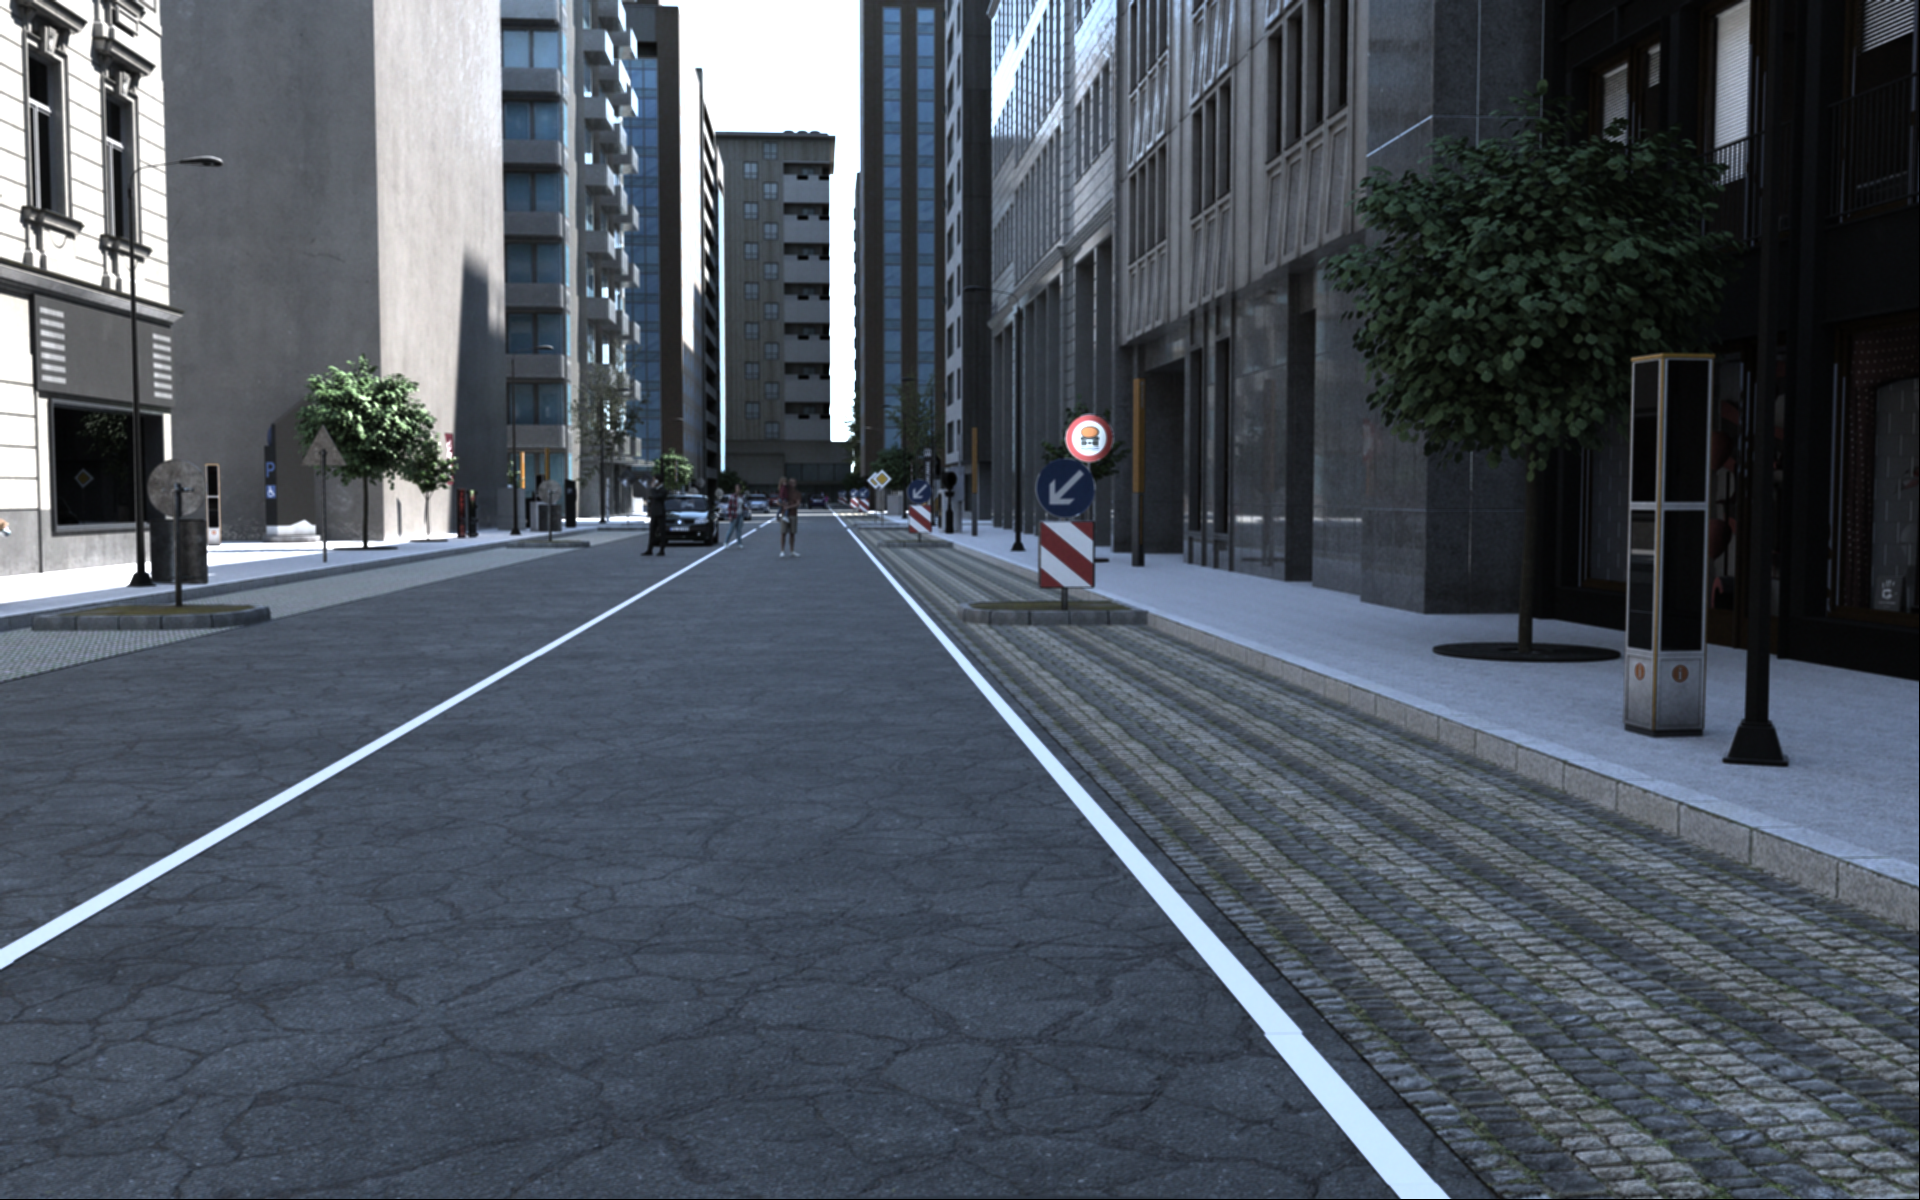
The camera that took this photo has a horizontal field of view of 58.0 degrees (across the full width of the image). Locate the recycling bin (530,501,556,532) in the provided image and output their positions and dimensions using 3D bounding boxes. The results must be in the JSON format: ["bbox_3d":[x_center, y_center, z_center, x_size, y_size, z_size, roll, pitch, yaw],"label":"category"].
[{"bbox_3d":[-14.299,-2.867,59.428,0.722,1.027,0.722,-2,4,-32],"label":"recycling bin"}]

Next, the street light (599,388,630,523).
[{"bbox_3d":[-15.187,-6.334,76.097,1.470,5.913,1.316,0,4,-5],"label":"street light"}]

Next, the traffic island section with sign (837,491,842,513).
[{"bbox_3d":[-8.022,-7.382,129.323,1.989,1.847,2.006,0,4,-5],"label":"traffic island section with sign"}]

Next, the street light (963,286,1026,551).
[{"bbox_3d":[0.773,-4.059,38.901,1.470,5.913,1.316,0,4,-5],"label":"street light"}]

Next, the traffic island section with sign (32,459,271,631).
[{"bbox_3d":[-8.763,-0.637,19.038,1.989,1.847,2.006,0,4,-5],"label":"traffic island section with sign"}]

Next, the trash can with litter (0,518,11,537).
[{"bbox_3d":[-11.055,-0.495,19.484,0.624,1.170,1.055,-2,4,-26],"label":"trash can with litter"}]

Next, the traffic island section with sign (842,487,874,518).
[{"bbox_3d":[-5.797,-5.726,102.245,1.989,1.847,2.006,0,4,-5],"label":"traffic island section with sign"}]

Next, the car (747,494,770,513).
[{"bbox_3d":[-15.177,-7.177,129.349,2.014,1.417,4.499,0,4,-3],"label":"car"}]

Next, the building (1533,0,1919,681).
[{"bbox_3d":[12.708,-11.022,9.885,12.332,23.373,15.834,0,4,-5],"label":"building"}]

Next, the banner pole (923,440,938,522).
[{"bbox_3d":[-1.352,-5.503,79.999,0.863,3.779,0.401,2,4,31],"label":"banner pole"}]

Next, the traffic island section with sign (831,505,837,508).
[{"bbox_3d":[-12.110,-10.421,179.017,1.989,1.847,2.006,0,4,-5],"label":"traffic island section with sign"}]

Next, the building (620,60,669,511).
[{"bbox_3d":[-38.804,-26.950,132.506,32.217,40.220,23.993,0,4,-5],"label":"building"}]

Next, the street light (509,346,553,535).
[{"bbox_3d":[-13.442,-5.003,54.348,1.470,5.913,1.316,0,4,-5],"label":"street light"}]

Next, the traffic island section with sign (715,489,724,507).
[{"bbox_3d":[-17.705,-7.293,127.866,1.989,1.847,2.006,0,4,-5],"label":"traffic island section with sign"}]

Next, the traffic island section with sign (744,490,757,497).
[{"bbox_3d":[-21.833,-10.359,178.004,1.989,1.847,2.006,0,4,-5],"label":"traffic island section with sign"}]

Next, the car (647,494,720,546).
[{"bbox_3d":[-7.800,-2.407,49.144,2.009,1.686,4.222,0,4,-5],"label":"car"}]

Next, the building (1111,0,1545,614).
[{"bbox_3d":[10.128,-12.849,28.100,12.078,24.808,19.932,0,4,-5],"label":"building"}]

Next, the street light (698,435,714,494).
[{"bbox_3d":[-20.133,-10.066,137.123,1.470,5.913,1.316,0,4,-5],"label":"street light"}]

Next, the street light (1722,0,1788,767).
[{"bbox_3d":[3.280,-2.175,8.100,1.470,5.913,1.316,0,4,-5],"label":"street light"}]

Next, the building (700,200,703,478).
[{"bbox_3d":[-33.002,-31.868,171.146,14.600,45.320,14.200,0,4,-5],"label":"building"}]

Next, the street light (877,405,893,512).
[{"bbox_3d":[-3.427,-7.209,90.404,1.470,5.913,1.316,0,4,-5],"label":"street light"}]

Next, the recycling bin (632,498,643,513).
[{"bbox_3d":[-21.683,-6.311,115.732,0.722,1.027,0.722,-3,5,-44],"label":"recycling bin"}]

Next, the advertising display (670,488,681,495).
[{"bbox_3d":[-21.240,-7.578,129.115,0.974,1.923,0.123,1,4,14],"label":"advertising display"}]

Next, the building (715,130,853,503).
[{"bbox_3d":[-29.472,-40.378,249.419,27.495,52.752,28.713,0,4,-5],"label":"building"}]

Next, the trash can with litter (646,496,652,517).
[{"bbox_3d":[-17.174,-5.197,96.350,0.624,1.170,1.055,-1,4,-9],"label":"trash can with litter"}]

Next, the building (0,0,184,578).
[{"bbox_3d":[-21.605,-14.482,13.197,17.030,29.872,44.131,0,4,-5],"label":"building"}]

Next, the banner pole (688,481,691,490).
[{"bbox_3d":[-23.285,-9.721,148.952,0.401,3.779,0.863,-2,4,-32],"label":"banner pole"}]

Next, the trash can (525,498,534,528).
[{"bbox_3d":[-16.546,-3.315,65.855,0.748,1.137,0.748,0,3,0],"label":"trash can"}]

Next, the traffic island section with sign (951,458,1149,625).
[{"bbox_3d":[0.991,-0.679,19.733,1.989,1.847,2.006,0,4,-5],"label":"traffic island section with sign"}]

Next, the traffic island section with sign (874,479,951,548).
[{"bbox_3d":[-1.237,-2.333,46.770,1.989,1.847,2.006,0,4,-5],"label":"traffic island section with sign"}]

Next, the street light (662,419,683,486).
[{"bbox_3d":[-17.746,-8.206,106.714,1.470,5.913,1.316,0,4,-5],"label":"street light"}]

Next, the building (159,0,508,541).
[{"bbox_3d":[-33.492,-15.306,54.762,34.151,26.468,19.350,0,4,-5],"label":"building"}]

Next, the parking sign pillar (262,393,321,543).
[{"bbox_3d":[-17.672,-3.498,45.667,1.447,3.967,1.447,2,4,26],"label":"parking sign pillar"}]

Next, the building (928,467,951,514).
[{"bbox_3d":[14.329,-25.886,115.116,32.217,40.220,23.993,0,4,-5],"label":"building"}]

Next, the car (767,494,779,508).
[{"bbox_3d":[-19.276,-10.524,181.110,2.155,1.783,4.494,0,4,-4],"label":"car"}]

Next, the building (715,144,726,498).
[{"bbox_3d":[-36.928,-34.636,216.405,14.200,45.320,14.600,0,4,-5],"label":"building"}]

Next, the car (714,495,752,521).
[{"bbox_3d":[-12.291,-5.020,94.078,2.014,1.417,4.499,0,4,-3],"label":"car"}]

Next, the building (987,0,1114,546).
[{"bbox_3d":[7.799,-16.830,52.670,11.434,29.767,29.804,0,4,-5],"label":"building"}]

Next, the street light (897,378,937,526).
[{"bbox_3d":[-1.655,-5.918,69.305,1.470,5.913,1.316,0,4,-5],"label":"street light"}]

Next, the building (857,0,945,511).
[{"bbox_3d":[-1.075,-30.014,140.836,14.600,45.320,14.200,0,4,-5],"label":"building"}]

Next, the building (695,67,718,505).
[{"bbox_3d":[-37.882,-34.549,188.575,21.300,48.544,21.600,0,4,-5],"label":"building"}]

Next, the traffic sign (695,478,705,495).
[{"bbox_3d":[-20.351,-8.289,135.629,0.768,2.556,0.104,0,4,-2],"label":"traffic sign"}]

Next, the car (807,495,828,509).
[{"bbox_3d":[-13.781,-9.484,167.651,1.945,1.354,3.894,0,4,-6],"label":"car"}]

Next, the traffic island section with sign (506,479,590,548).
[{"bbox_3d":[-11.012,-2.315,46.485,1.989,1.847,2.006,0,4,-5],"label":"traffic island section with sign"}]

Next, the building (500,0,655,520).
[{"bbox_3d":[-30.255,-29.239,97.660,23.786,49.044,30.456,0,4,-5],"label":"building"}]

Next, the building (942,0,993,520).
[{"bbox_3d":[6.611,-19.313,87.463,14.107,30.474,14.160,0,4,-5],"label":"building"}]

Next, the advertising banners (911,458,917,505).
[{"bbox_3d":[-2.245,-5.390,84.309,0.090,3.025,2.074,-1,4,-8],"label":"advertising banners"}]

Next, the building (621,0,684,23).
[{"bbox_3d":[-31.697,-31.004,157.032,14.600,45.320,14.200,0,4,-5],"label":"building"}]

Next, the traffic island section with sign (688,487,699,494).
[{"bbox_3d":[-15.501,-5.650,101.001,1.989,1.847,2.006,0,4,-5],"label":"traffic island section with sign"}]

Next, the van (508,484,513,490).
[{"bbox_3d":[-20.371,-3.935,71.344,4.112,2.044,2.013,0,4,-6],"label":"van"}]

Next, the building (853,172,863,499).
[{"bbox_3d":[-4.487,-38.190,248.106,21.600,48.544,21.300,0,4,-5],"label":"building"}]

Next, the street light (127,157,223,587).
[{"bbox_3d":[-10.850,-3.145,23.956,1.470,5.913,1.316,0,4,-5],"label":"street light"}]

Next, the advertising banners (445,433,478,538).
[{"bbox_3d":[-14.581,-3.329,50.622,0.090,3.025,2.074,1,4,9],"label":"advertising banners"}]

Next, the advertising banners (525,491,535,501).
[{"bbox_3d":[-17.302,-4.389,67.954,2.074,3.025,0.090,-1,4,-13],"label":"advertising banners"}]
